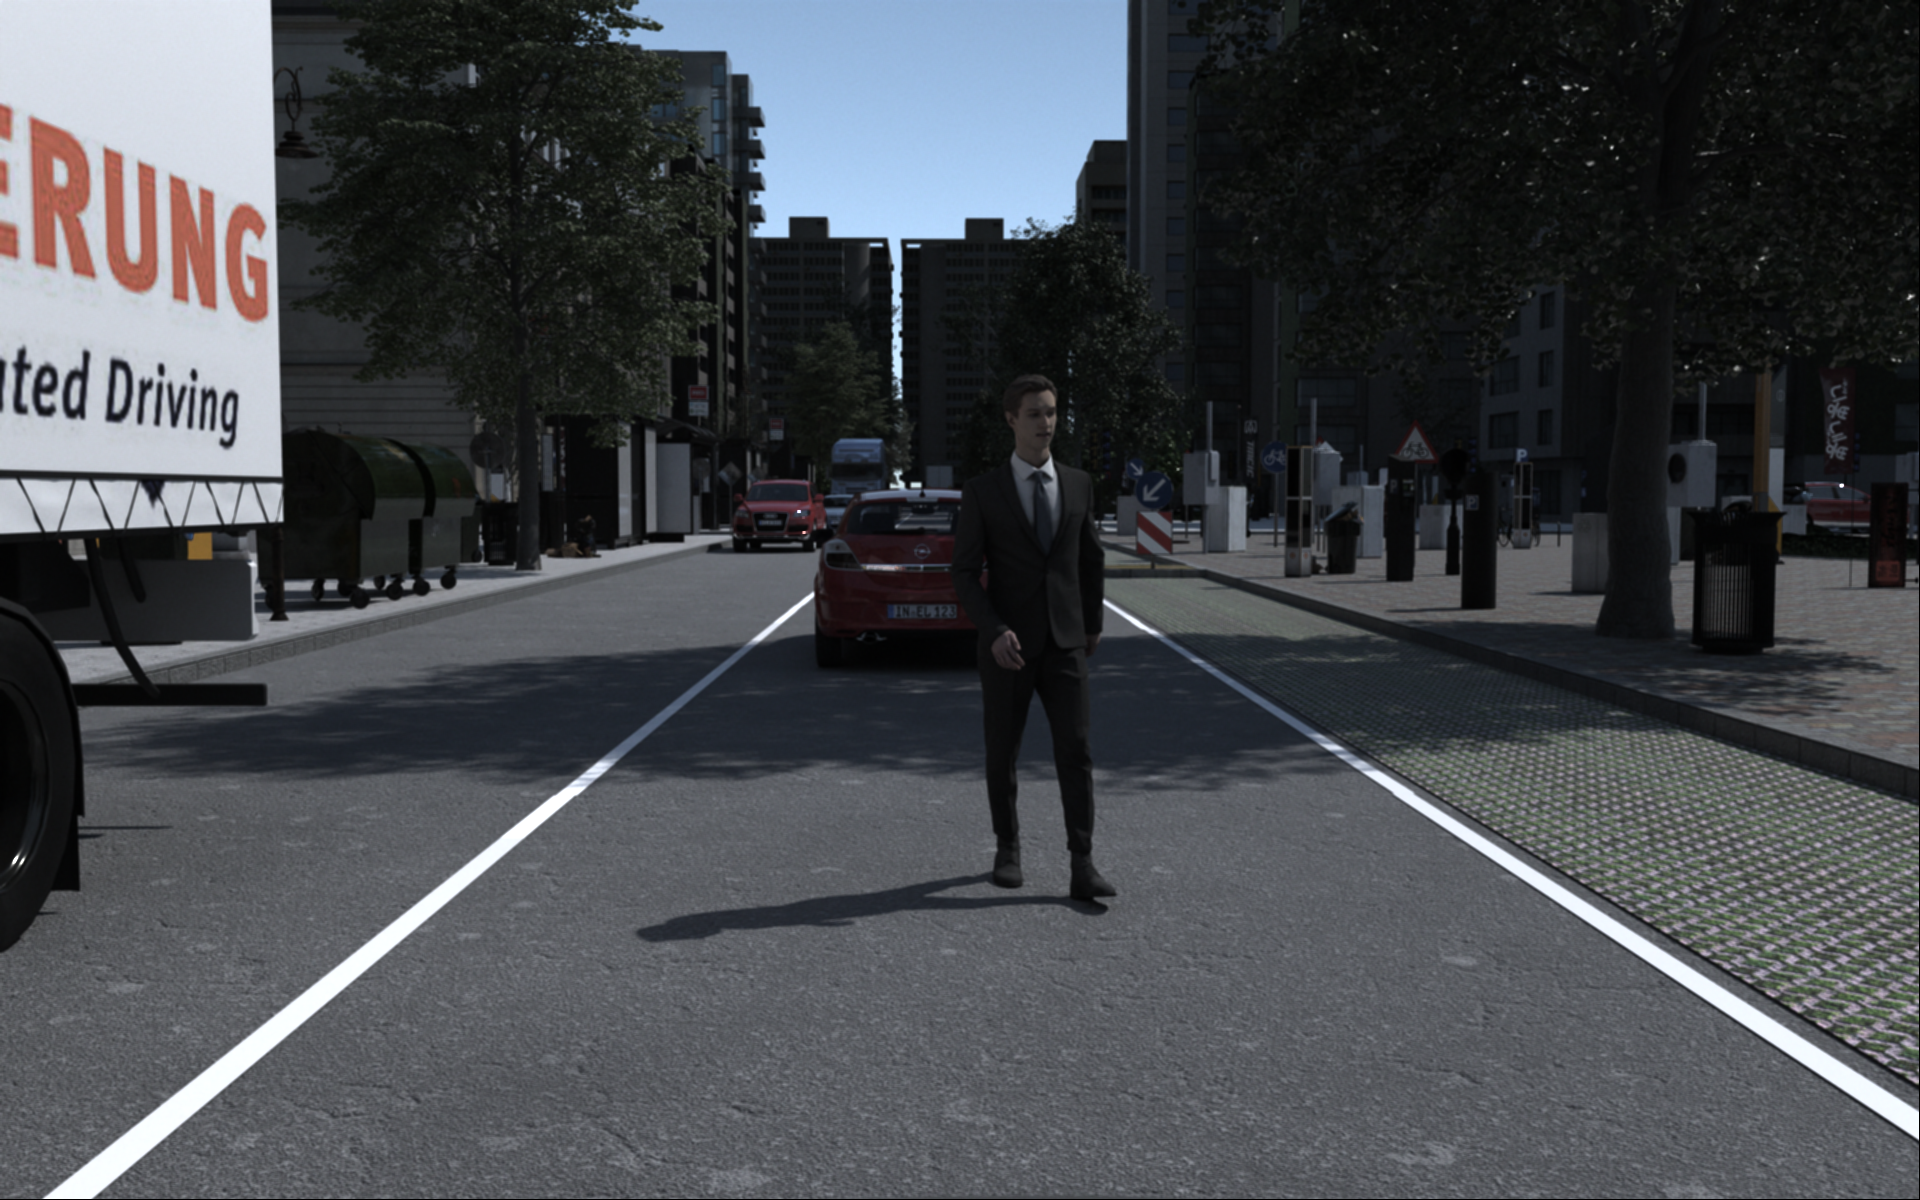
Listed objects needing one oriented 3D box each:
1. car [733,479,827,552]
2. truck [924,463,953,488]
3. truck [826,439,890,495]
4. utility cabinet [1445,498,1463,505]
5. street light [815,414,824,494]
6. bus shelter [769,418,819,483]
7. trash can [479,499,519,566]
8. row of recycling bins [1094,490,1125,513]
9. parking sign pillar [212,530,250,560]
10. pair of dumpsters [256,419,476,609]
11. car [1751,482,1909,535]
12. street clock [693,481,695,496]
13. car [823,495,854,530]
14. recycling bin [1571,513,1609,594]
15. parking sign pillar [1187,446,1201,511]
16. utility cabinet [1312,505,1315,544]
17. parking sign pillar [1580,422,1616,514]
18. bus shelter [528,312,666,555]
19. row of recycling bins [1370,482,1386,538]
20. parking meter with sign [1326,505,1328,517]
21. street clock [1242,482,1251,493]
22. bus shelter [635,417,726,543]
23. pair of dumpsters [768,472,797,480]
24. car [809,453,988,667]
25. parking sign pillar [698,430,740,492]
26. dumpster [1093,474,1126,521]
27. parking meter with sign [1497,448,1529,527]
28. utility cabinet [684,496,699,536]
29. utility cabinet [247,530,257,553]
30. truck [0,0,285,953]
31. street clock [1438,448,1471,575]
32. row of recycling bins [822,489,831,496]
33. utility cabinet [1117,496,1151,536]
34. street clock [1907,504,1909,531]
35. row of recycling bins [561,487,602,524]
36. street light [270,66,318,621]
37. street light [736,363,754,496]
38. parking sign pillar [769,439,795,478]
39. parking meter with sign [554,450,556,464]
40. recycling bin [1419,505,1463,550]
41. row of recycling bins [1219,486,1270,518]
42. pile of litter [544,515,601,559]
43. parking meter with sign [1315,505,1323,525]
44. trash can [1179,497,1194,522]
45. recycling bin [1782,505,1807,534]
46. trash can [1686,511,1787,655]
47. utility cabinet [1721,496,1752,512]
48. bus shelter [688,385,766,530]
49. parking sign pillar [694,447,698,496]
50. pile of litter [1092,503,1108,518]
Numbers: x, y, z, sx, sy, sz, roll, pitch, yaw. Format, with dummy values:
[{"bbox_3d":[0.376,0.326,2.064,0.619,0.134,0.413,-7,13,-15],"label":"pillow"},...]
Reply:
[{"bbox_3d":[-4.569,-2.182,44.353,2.281,1.827,5.304,0,3,0],"label":"car"},{"bbox_3d":[-1.991,-10.621,162.574,2.839,4.237,11.283,0,4,-1],"label":"truck"},{"bbox_3d":[-4.714,-6.133,90.031,2.967,4.110,18.799,0,4,1],"label":"truck"},{"bbox_3d":[25.270,-4.718,88.298,1.020,1.237,0.306,2,4,25],"label":"utility cabinet"},{"bbox_3d":[-8.116,-7.796,100.246,0.468,5.910,1.993,0,4,-1],"label":"street light"},{"bbox_3d":[-9.071,-7.161,94.714,2.179,5.291,8.768,0,4,-1],"label":"bus shelter"},{"bbox_3d":[-8.248,-1.189,31.099,0.748,1.137,0.748,0,3,0],"label":"trash can"},{"bbox_3d":[9.613,-6.684,116.396,3.534,1.692,1.069,-2,4,-31],"label":"row of recycling bins"},{"bbox_3d":[-14.544,-2.751,33.454,1.447,3.967,1.447,0,4,-1],"label":"parking sign pillar"},{"bbox_3d":[-7.260,-1.146,21.228,1.574,2.255,4.437,0,4,-1],"label":"pair of dumpsters"},{"bbox_3d":[28.896,-2.993,57.611,5.304,1.827,2.281,0,4,-2],"label":"car"},{"bbox_3d":[-14.711,-5.576,95.733,0.358,2.002,0.471,-1,4,-17],"label":"street clock"},{"bbox_3d":[-4.264,-3.058,61.996,2.014,1.417,4.499,0,4,-2],"label":"car"},{"bbox_3d":[8.443,-0.609,22.516,0.722,1.027,0.722,3,5,44],"label":"recycling bin"},{"bbox_3d":[12.458,-6.288,91.288,1.447,3.967,1.447,-1,4,-11],"label":"parking sign pillar"},{"bbox_3d":[8.818,-2.199,44.636,0.318,1.500,1.173,0,4,-6],"label":"utility cabinet"},{"bbox_3d":[22.893,-4.489,61.869,1.447,3.967,1.447,-1,4,-9],"label":"parking sign pillar"},{"bbox_3d":[-8.711,-3.870,40.914,2.179,5.291,8.768,0,4,-1],"label":"bus shelter"},{"bbox_3d":[12.846,-2.772,52.439,1.069,1.692,3.534,1,4,12],"label":"row of recycling bins"},{"bbox_3d":[19.053,-5.795,91.008,0.543,3.016,1.738,0,4,-4],"label":"parking meter with sign"},{"bbox_3d":[13.382,-4.666,80.857,0.358,2.002,0.471,-1,4,-18],"label":"street clock"},{"bbox_3d":[-7.879,-3.327,48.328,2.014,3.302,5.546,0,4,-1],"label":"bus shelter"},{"bbox_3d":[-7.820,-4.517,76.340,1.574,2.255,4.437,0,4,-1],"label":"pair of dumpsters"},{"bbox_3d":[-0.337,-0.416,15.842,2.155,1.783,4.494,0,4,-1],"label":"car"},{"bbox_3d":[-9.920,-5.156,72.771,1.447,3.967,1.447,-2,4,-35],"label":"parking sign pillar"},{"bbox_3d":[7.155,-4.959,83.578,1.502,2.255,1.985,0,4,-1],"label":"dumpster"},{"bbox_3d":[21.238,-4.319,66.873,0.543,3.016,1.738,-1,4,-11],"label":"parking meter with sign"},{"bbox_3d":[-8.607,-2.598,53.637,1.020,1.237,0.306,-2,4,-26],"label":"utility cabinet"},{"bbox_3d":[-15.622,-1.605,37.400,0.306,1.237,1.020,3,5,44],"label":"utility cabinet"},{"bbox_3d":[-4.076,-0.796,1.936,2.839,4.237,11.283,0,4,-1],"label":"truck"},{"bbox_3d":[7.807,-1.395,27.384,0.471,2.002,0.358,0,4,3],"label":"street clock"},{"bbox_3d":[-9.446,-6.807,118.409,3.534,1.692,1.069,3,5,45],"label":"row of recycling bins"},{"bbox_3d":[5.345,-2.572,53.212,1.020,1.237,0.306,0,4,-2],"label":"utility cabinet"},{"bbox_3d":[33.161,-3.425,60.567,0.471,2.002,0.358,-1,4,-15],"label":"street clock"},{"bbox_3d":[-16.793,-4.201,75.798,3.534,1.692,1.069,-1,4,-21],"label":"row of recycling bins"},{"bbox_3d":[-6.909,-2.728,17.397,0.468,5.910,1.993,0,4,-1],"label":"street light"},{"bbox_3d":[-7.549,-5.397,61.031,0.468,5.910,1.993,0,4,-1],"label":"street light"},{"bbox_3d":[-8.806,-5.952,85.793,1.447,3.967,1.447,2,4,34],"label":"parking sign pillar"},{"bbox_3d":[-16.623,-4.420,68.520,0.543,3.016,1.738,-3,5,-42],"label":"parking meter with sign"},{"bbox_3d":[11.138,-1.685,40.111,0.722,1.027,0.722,-2,4,-35],"label":"recycling bin"},{"bbox_3d":[15.065,-5.285,93.524,3.534,1.692,1.069,-1,4,-22],"label":"row of recycling bins"},{"bbox_3d":[-7.858,-1.299,35.198,1.176,0.858,1.719,0,4,-3],"label":"pile of litter"},{"bbox_3d":[14.627,-4.678,72.738,0.543,3.016,1.738,-1,4,-11],"label":"parking meter with sign"},{"bbox_3d":[10.391,-4.135,79.257,0.748,1.137,0.748,0,3,0],"label":"trash can"},{"bbox_3d":[19.398,-1.728,40.809,0.722,1.027,0.722,-1,4,-13],"label":"recycling bin"},{"bbox_3d":[6.244,-0.141,13.967,0.748,1.137,0.748,0,3,0],"label":"trash can"},{"bbox_3d":[21.638,-2.271,48.297,1.020,1.237,0.306,-2,4,-34],"label":"utility cabinet"},{"bbox_3d":[-8.948,-5.436,66.514,2.179,5.291,8.768,0,4,-1],"label":"bus shelter"},{"bbox_3d":[-14.477,-6.747,98.782,1.447,3.967,1.447,0,4,-7],"label":"parking sign pillar"},{"bbox_3d":[7.454,-4.915,94.329,1.176,0.858,1.719,0,4,4],"label":"pile of litter"}]
